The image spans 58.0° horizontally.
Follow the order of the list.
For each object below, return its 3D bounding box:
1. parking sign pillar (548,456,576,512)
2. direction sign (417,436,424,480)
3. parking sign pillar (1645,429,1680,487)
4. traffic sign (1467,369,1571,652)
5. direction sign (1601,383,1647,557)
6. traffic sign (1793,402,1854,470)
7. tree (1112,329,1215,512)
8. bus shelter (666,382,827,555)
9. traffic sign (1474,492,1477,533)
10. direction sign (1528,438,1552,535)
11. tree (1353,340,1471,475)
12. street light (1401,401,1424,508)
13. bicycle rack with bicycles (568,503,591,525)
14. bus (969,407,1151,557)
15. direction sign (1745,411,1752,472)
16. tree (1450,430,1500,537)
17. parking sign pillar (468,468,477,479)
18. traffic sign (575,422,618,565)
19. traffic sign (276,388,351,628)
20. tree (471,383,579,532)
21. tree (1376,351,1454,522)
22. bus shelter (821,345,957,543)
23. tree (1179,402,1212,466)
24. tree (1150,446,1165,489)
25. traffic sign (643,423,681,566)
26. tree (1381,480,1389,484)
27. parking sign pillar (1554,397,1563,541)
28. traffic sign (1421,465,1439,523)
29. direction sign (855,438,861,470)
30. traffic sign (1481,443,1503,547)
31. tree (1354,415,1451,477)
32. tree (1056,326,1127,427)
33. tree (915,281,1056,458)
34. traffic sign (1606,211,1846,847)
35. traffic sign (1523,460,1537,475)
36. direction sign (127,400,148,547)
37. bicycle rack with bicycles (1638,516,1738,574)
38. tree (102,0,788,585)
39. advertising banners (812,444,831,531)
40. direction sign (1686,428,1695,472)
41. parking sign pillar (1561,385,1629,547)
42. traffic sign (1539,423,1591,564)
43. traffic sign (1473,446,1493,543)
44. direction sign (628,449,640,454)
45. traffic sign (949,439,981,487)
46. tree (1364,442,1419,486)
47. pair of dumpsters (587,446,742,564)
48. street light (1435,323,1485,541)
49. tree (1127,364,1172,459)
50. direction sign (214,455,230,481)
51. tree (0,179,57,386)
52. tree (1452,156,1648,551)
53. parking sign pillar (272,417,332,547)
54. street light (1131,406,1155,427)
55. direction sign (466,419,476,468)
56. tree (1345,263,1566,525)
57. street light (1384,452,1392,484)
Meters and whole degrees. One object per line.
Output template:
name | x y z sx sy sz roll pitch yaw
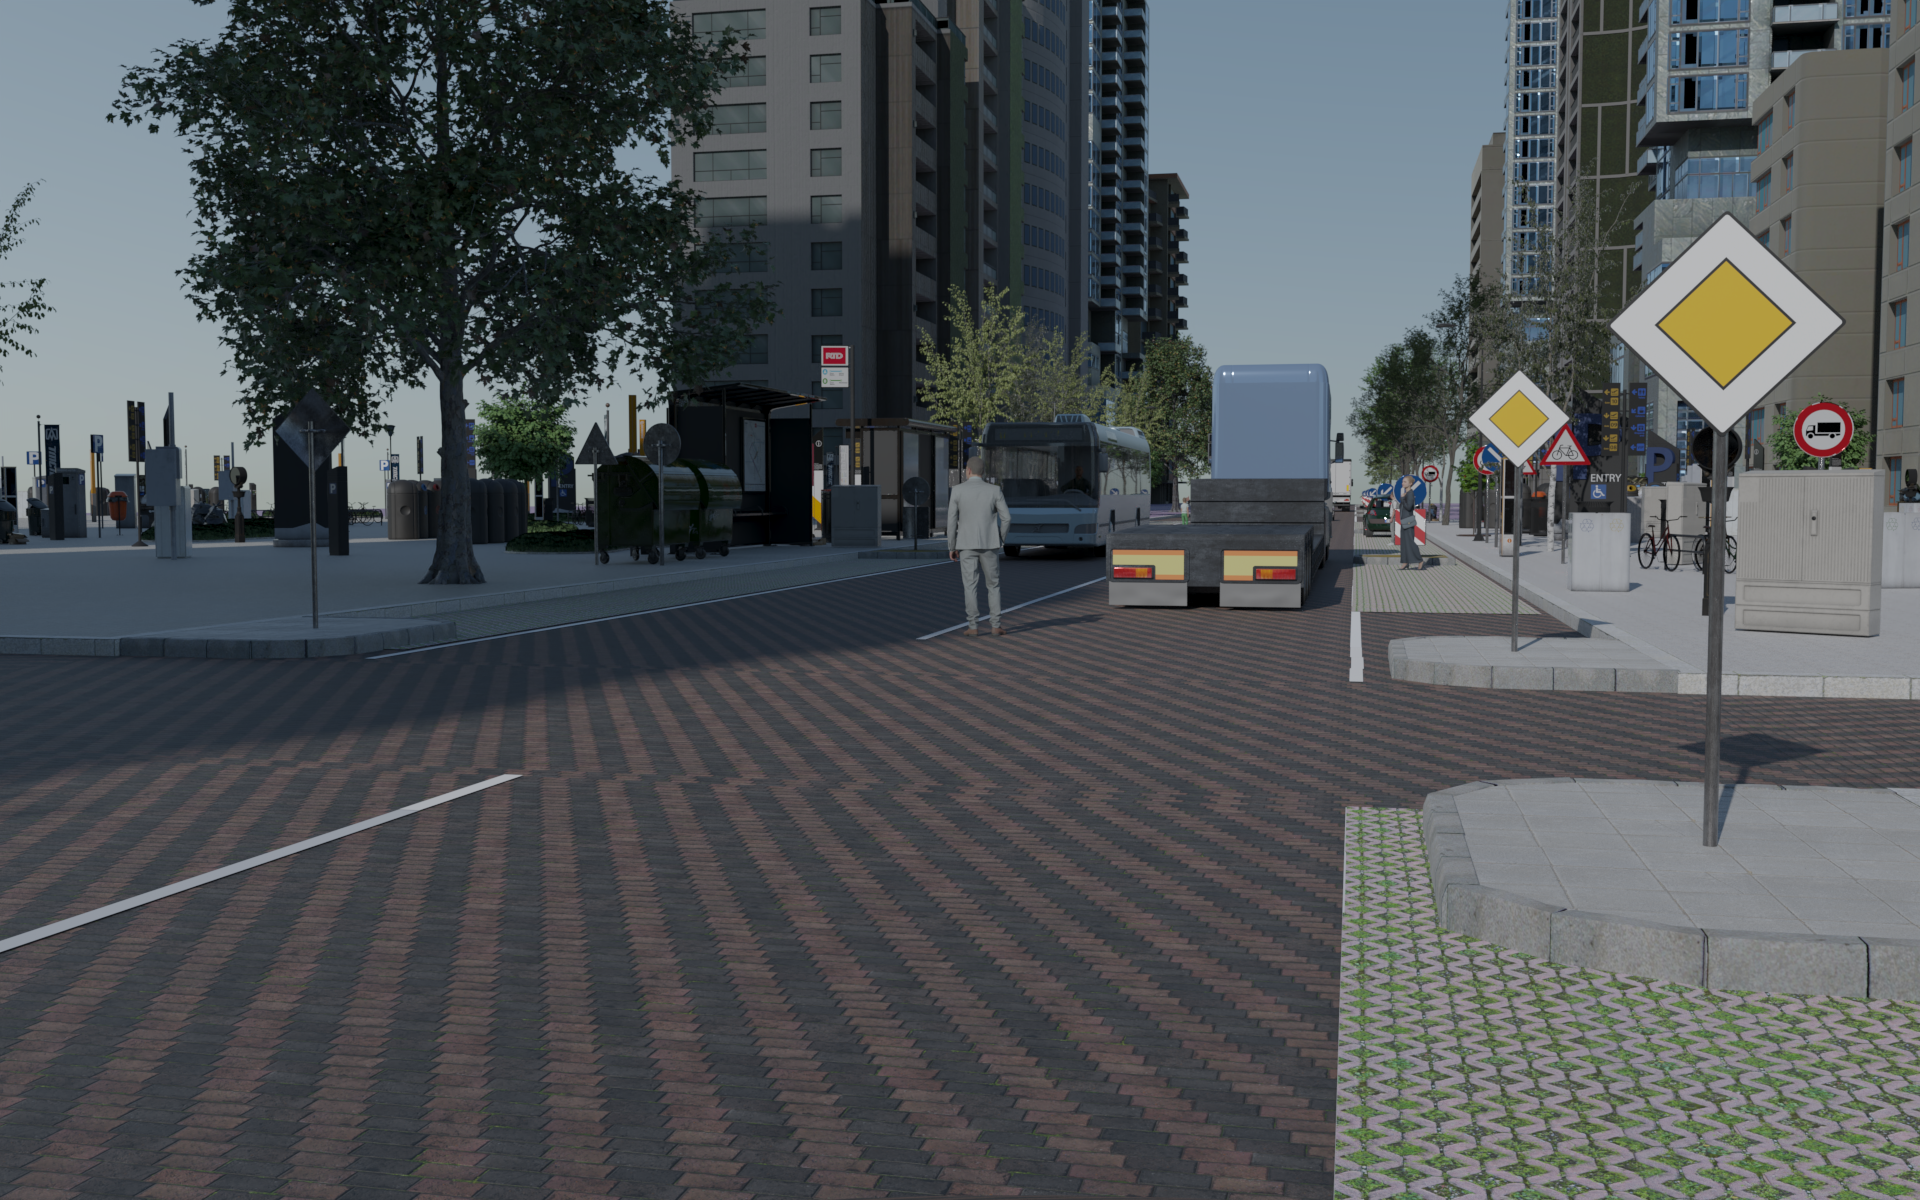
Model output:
parking sign pillar | -19.485 -5.889 84.764 1.447 3.967 1.447 -2 4 -27
direction sign | -21.108 -4.635 67.774 0.379 3.537 0.876 -2 4 -31
parking sign pillar | 29.027 -5.084 71.596 1.447 3.967 1.447 3 5 42
traffic sign | 4.510 -0.636 14.039 0.795 2.450 0.064 1 4 13
direction sign | 13.498 -2.646 35.259 0.876 3.537 0.379 0 4 4
traffic sign | 11.935 -1.463 24.019 0.768 2.556 0.104 1 4 13
tree | 15.029 -12.485 121.137 9.611 12.733 9.660 0 3 0
bus shelter | -4.773 -2.958 39.644 1.731 3.624 6.357 1 4 13
traffic sign | 17.022 -3.494 57.123 0.884 2.594 0.081 1 4 18
direction sign | 18.030 -3.804 54.188 0.876 3.537 0.379 1 4 13
tree | 30.310 -11.648 116.203 9.928 11.665 9.643 0 3 0
street light | 22.476 -6.947 86.126 1.470 5.913 1.316 1 4 13
bicycle rack with bicycles | -15.142 -3.559 71.572 2.852 0.926 2.925 1 4 22
bus | 2.794 -2.914 42.503 2.948 3.499 13.247 1 4 11
direction sign | 17.419 -2.833 38.321 0.379 3.537 0.876 1 4 18
tree | 15.559 -3.534 52.385 1.663 3.219 1.824 0 3 0
parking sign pillar | -25.074 -6.052 87.419 1.447 3.967 1.447 0 4 -7
traffic sign | -6.578 -1.914 31.293 0.884 2.594 0.081 1 4 19
traffic sign | -6.156 -0.786 16.487 0.795 2.450 0.064 1 4 13
tree | -12.578 -4.051 49.948 4.285 4.588 4.351 0 3 0
tree | 22.088 -7.938 80.156 4.360 8.622 3.978 0 3 0
bus shelter | -2.109 -4.377 49.200 2.179 5.291 8.768 1 4 13
tree | 24.064 -14.532 163.361 9.928 11.665 9.643 0 3 0
tree | 11.028 -7.458 105.658 4.285 4.588 4.351 0 3 0
traffic sign | -5.348 -1.890 31.001 0.768 2.556 0.104 1 4 21
tree | 52.629 -13.491 215.171 1.663 3.219 1.824 0 3 0
parking sign pillar | 17.076 -3.633 47.874 1.447 3.967 1.447 2 4 30
traffic sign | 20.661 -4.651 76.148 0.768 2.556 0.104 1 4 15
direction sign | -3.137 -3.933 56.309 0.876 3.537 0.379 2 4 26
traffic sign | 12.902 -2.538 41.600 0.768 2.556 0.104 1 4 20
tree | 44.357 -16.058 172.925 12.009 13.543 11.850 0 3 0
tree | 4.690 -7.733 76.800 4.737 8.622 4.395 0 3 0
tree | 0.624 -6.660 59.261 4.737 8.622 4.395 0 3 0
traffic sign | 2.733 -0.160 6.254 0.795 2.450 0.064 1 4 13
traffic sign | 15.293 -2.896 47.358 0.884 2.594 0.081 1 4 13
direction sign | -20.061 -3.074 42.262 0.379 3.537 0.876 0 4 0
bicycle rack with bicycles | 12.668 -0.913 28.305 2.852 0.926 2.925 0 4 4
tree | -7.309 -6.591 24.772 9.611 12.733 9.660 0 3 0
advertising banners | -4.516 -3.868 59.437 2.074 3.025 0.090 1 4 15
direction sign | 25.137 -4.138 59.660 0.379 3.537 0.876 0 4 7
parking sign pillar | 15.415 -3.260 41.771 1.447 3.967 1.447 1 4 22
traffic sign | 11.075 -1.941 31.738 0.884 2.594 0.081 1 4 21
traffic sign | 13.800 -2.763 45.280 0.768 2.556 0.104 1 4 19
direction sign | -16.209 -5.795 86.752 0.876 3.537 0.379 -3 4 -38
traffic sign | 0.576 -4.292 64.039 2.265 3.308 0.079 1 4 17
tree | 56.653 -18.843 226.203 7.486 12.596 7.792 0 3 0
pair of dumpsters | -5.677 -1.901 33.577 1.574 2.255 4.437 1 4 13
street light | 13.617 -4.563 47.140 1.470 5.913 1.316 1 4 13
tree | 9.739 -9.077 98.766 4.737 8.622 4.395 0 3 0
direction sign | -43.028 -6.670 101.043 0.876 3.537 0.379 -1 4 -20
tree | -18.670 -4.922 30.833 4.737 8.622 4.395 0 3 0
tree | 13.277 -5.406 38.743 4.360 8.622 3.978 0 3 0
parking sign pillar | -16.005 -3.285 42.179 1.447 3.967 1.447 -1 4 -10
street light | 9.637 -7.302 91.934 1.470 5.913 1.316 1 4 13
direction sign | -15.055 -3.687 52.274 0.876 3.537 0.379 0 4 -5
tree | 20.119 -8.322 70.479 8.767 10.594 7.601 -3 4 -38
street light | 30.817 -9.169 122.448 1.470 5.913 1.316 1 4 13
